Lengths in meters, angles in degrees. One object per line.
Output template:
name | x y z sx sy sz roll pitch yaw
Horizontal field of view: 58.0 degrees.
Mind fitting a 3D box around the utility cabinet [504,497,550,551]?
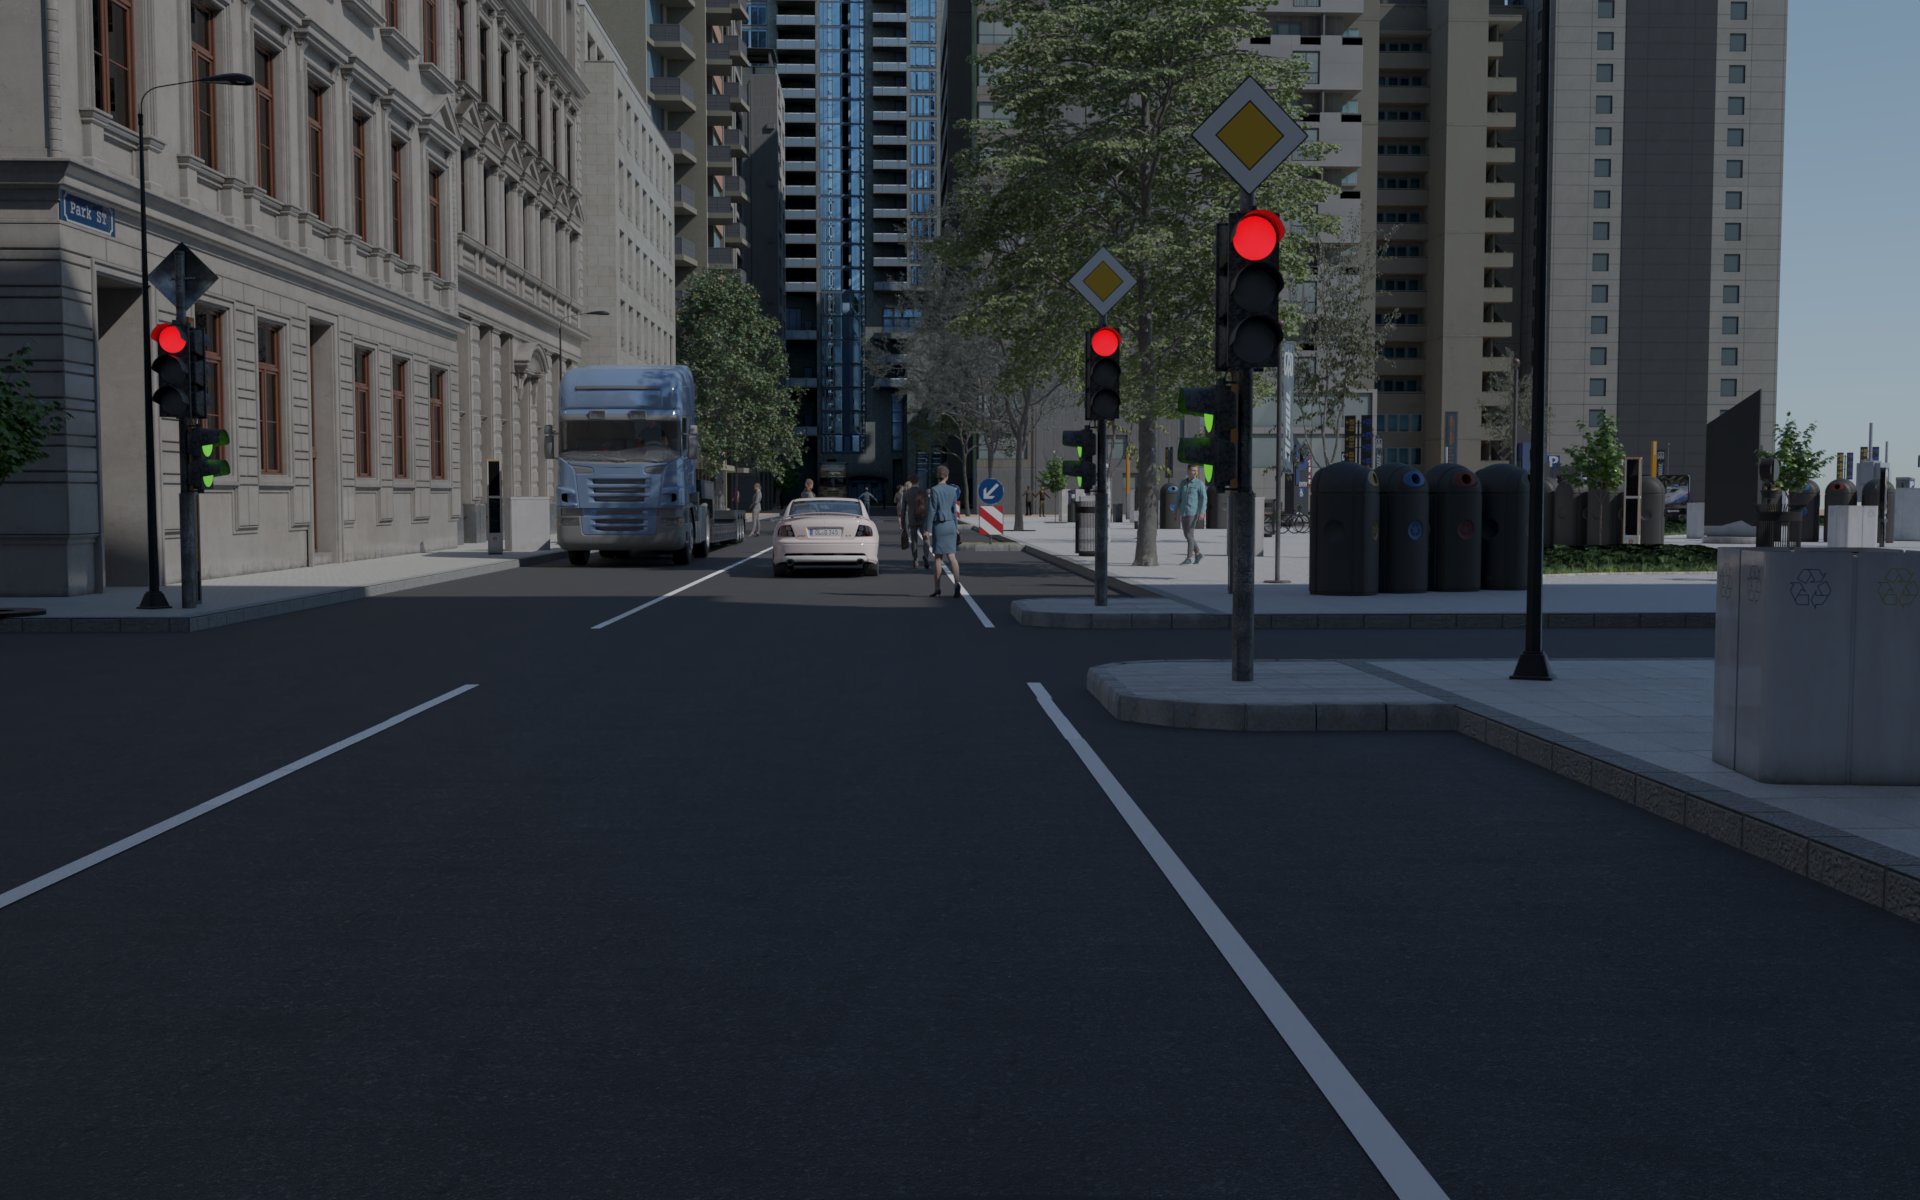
utility cabinet | -9.801 -1.716 39.223 0.306 1.237 1.020 3 5 44

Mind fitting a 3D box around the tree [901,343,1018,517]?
tree | 0.121 -10.050 98.735 7.601 10.594 8.767 1 4 12

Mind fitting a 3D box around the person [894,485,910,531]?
person | -2.229 -3.564 67.113 0.599 1.781 0.374 2 4 31

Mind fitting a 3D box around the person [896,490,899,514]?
person | -4.502 -6.967 123.124 0.721 1.735 1.217 0 4 1

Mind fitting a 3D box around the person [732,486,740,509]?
person | -12.627 -5.540 97.301 0.721 1.739 1.217 -1 4 -20

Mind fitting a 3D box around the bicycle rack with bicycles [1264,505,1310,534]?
bicycle rack with bicycles | 10.720 -2.646 56.644 2.925 0.926 2.852 1 4 13

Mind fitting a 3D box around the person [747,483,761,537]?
person | -6.879 -2.994 57.727 0.573 1.790 0.520 -1 4 -21

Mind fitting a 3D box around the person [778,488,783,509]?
person | -15.052 -8.537 145.767 0.705 1.807 1.348 0 4 6

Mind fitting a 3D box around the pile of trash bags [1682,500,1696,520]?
pile of trash bags | 31.262 -3.881 73.203 3.447 1.369 1.912 -1 4 -21

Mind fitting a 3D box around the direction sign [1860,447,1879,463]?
direction sign | 43.392 -5.548 82.705 0.876 3.537 0.379 0 4 3

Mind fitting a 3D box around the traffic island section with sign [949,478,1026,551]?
traffic island section with sign | 0.641 -2.193 44.481 1.989 1.847 2.006 0 4 -2

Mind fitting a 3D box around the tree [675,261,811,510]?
tree | -12.002 -10.307 85.530 9.611 12.733 9.660 0 3 0

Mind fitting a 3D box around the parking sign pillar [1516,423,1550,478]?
parking sign pillar | 21.699 -4.725 65.730 1.447 3.967 1.447 -1 4 -15

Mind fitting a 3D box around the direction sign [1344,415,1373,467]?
direction sign | 11.427 -3.532 49.751 0.876 3.537 0.379 3 5 42

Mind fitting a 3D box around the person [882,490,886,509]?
person | -7.349 -9.695 167.028 0.705 1.821 1.348 0 4 -6

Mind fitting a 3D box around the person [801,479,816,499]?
person | -3.529 -2.002 41.504 0.520 1.790 0.573 3 5 42

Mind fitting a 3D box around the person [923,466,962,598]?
person | -0.224 -0.943 23.946 0.581 1.822 0.654 -1 4 -22

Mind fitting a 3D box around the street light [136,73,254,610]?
street light | -8.490 -2.857 19.252 1.470 5.913 1.316 0 4 -2

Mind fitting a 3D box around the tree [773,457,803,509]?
tree | -15.475 -10.348 152.897 4.285 4.588 4.351 0 3 0

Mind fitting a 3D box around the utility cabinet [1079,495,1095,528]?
utility cabinet | 5.049 -3.351 65.942 1.020 1.237 0.306 0 4 -8

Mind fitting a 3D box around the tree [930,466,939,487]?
tree | -1.453 -11.561 172.742 4.285 4.588 4.351 0 3 0

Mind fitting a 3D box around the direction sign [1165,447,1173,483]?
direction sign | 10.050 -5.583 83.284 0.379 3.537 0.876 -1 4 -16

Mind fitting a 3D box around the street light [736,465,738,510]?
street light | -11.597 -7.432 94.057 1.470 5.913 1.316 0 4 -2

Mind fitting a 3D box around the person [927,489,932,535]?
person | -1.092 -3.043 60.066 0.589 1.601 0.330 1 4 10

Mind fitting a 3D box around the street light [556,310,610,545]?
street light | -9.560 -4.366 43.917 1.470 5.913 1.316 0 4 -2

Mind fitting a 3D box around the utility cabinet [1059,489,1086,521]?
utility cabinet | 5.176 -4.398 80.586 1.173 1.500 0.318 -2 4 -28

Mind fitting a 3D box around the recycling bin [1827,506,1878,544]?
recycling bin | 19.248 -1.517 37.361 0.722 1.027 0.722 0 4 -5

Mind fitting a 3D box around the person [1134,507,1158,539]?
person | 5.281 -2.618 49.202 0.624 1.780 0.694 3 4 38

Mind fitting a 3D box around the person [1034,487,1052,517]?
person | 4.636 -5.519 96.805 1.217 1.766 0.721 -2 4 -35

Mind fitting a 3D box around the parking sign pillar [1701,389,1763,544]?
parking sign pillar | 20.060 -3.451 44.901 1.447 3.967 1.447 3 4 38

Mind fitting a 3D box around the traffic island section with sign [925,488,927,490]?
traffic island section with sign | -0.457 -3.840 71.414 1.989 1.847 2.006 0 4 -2

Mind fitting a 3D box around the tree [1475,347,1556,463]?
tree | 27.770 -8.300 86.075 4.360 8.622 3.978 0 3 0

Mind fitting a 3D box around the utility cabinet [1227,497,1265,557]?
utility cabinet | 5.910 -1.515 35.926 0.306 1.237 1.020 -1 4 -23

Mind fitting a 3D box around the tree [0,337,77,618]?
tree | -10.364 -1.441 18.161 1.663 3.219 1.824 0 3 0

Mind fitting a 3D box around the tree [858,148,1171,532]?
tree | 2.046 -9.120 59.489 12.009 13.543 11.850 0 3 0

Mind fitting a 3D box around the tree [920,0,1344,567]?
tree | 3.175 -6.897 30.900 7.486 12.596 7.792 0 3 0

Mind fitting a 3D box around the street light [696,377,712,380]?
street light | -10.506 -5.874 68.588 1.470 5.913 1.316 0 4 -2

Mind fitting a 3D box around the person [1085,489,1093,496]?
person | 5.169 -3.943 70.787 0.573 1.790 0.520 -2 4 -34

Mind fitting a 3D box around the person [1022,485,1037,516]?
person | 4.043 -5.893 102.530 1.348 1.807 0.705 -2 4 -33

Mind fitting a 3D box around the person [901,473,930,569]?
person | -0.838 -1.532 33.510 0.622 1.834 0.822 0 4 -3

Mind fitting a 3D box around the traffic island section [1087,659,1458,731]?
traffic island section | 1.967 0.633 11.924 2.009 0.180 2.903 0 4 -2

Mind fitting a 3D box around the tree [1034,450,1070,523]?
tree | 4.058 -4.981 76.048 1.663 3.219 1.824 0 3 0

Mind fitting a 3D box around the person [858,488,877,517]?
person | -5.602 -5.826 103.842 1.350 1.814 0.705 0 4 1

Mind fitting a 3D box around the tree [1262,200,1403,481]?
tree | 9.345 -5.735 44.122 4.360 8.622 3.978 0 3 0

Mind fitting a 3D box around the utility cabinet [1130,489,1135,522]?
utility cabinet | 7.863 -4.220 77.669 0.318 1.500 1.173 1 4 17

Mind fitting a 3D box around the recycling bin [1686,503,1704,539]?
recycling bin | 21.387 -2.273 49.719 0.722 1.027 0.722 -1 4 -17

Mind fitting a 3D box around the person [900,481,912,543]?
person | -1.486 -2.594 51.099 0.709 1.800 0.728 -2 4 -30

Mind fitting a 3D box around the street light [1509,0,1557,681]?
street light | 3.446 -2.405 11.857 1.470 5.913 1.316 0 4 -2

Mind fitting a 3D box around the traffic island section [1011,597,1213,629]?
traffic island section | 1.642 0.145 19.902 2.009 0.180 2.903 0 4 -2

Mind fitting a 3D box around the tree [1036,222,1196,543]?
tree | 3.881 -5.764 44.611 4.737 8.622 4.395 0 3 0

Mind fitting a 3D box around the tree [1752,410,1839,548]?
tree | 19.158 -2.785 40.141 1.663 3.219 1.824 0 3 0

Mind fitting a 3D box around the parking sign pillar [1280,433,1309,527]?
parking sign pillar | 13.305 -4.888 68.396 1.447 3.967 1.447 3 4 37

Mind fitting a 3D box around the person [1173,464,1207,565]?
person | 4.224 -1.553 31.295 0.748 1.841 0.638 -3 4 -37

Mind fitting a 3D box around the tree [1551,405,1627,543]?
tree | 13.930 -2.622 37.472 1.663 3.219 1.824 0 3 0

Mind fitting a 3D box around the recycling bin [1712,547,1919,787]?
recycling bin | 3.943 0.282 7.950 0.722 1.027 0.722 0 4 5
